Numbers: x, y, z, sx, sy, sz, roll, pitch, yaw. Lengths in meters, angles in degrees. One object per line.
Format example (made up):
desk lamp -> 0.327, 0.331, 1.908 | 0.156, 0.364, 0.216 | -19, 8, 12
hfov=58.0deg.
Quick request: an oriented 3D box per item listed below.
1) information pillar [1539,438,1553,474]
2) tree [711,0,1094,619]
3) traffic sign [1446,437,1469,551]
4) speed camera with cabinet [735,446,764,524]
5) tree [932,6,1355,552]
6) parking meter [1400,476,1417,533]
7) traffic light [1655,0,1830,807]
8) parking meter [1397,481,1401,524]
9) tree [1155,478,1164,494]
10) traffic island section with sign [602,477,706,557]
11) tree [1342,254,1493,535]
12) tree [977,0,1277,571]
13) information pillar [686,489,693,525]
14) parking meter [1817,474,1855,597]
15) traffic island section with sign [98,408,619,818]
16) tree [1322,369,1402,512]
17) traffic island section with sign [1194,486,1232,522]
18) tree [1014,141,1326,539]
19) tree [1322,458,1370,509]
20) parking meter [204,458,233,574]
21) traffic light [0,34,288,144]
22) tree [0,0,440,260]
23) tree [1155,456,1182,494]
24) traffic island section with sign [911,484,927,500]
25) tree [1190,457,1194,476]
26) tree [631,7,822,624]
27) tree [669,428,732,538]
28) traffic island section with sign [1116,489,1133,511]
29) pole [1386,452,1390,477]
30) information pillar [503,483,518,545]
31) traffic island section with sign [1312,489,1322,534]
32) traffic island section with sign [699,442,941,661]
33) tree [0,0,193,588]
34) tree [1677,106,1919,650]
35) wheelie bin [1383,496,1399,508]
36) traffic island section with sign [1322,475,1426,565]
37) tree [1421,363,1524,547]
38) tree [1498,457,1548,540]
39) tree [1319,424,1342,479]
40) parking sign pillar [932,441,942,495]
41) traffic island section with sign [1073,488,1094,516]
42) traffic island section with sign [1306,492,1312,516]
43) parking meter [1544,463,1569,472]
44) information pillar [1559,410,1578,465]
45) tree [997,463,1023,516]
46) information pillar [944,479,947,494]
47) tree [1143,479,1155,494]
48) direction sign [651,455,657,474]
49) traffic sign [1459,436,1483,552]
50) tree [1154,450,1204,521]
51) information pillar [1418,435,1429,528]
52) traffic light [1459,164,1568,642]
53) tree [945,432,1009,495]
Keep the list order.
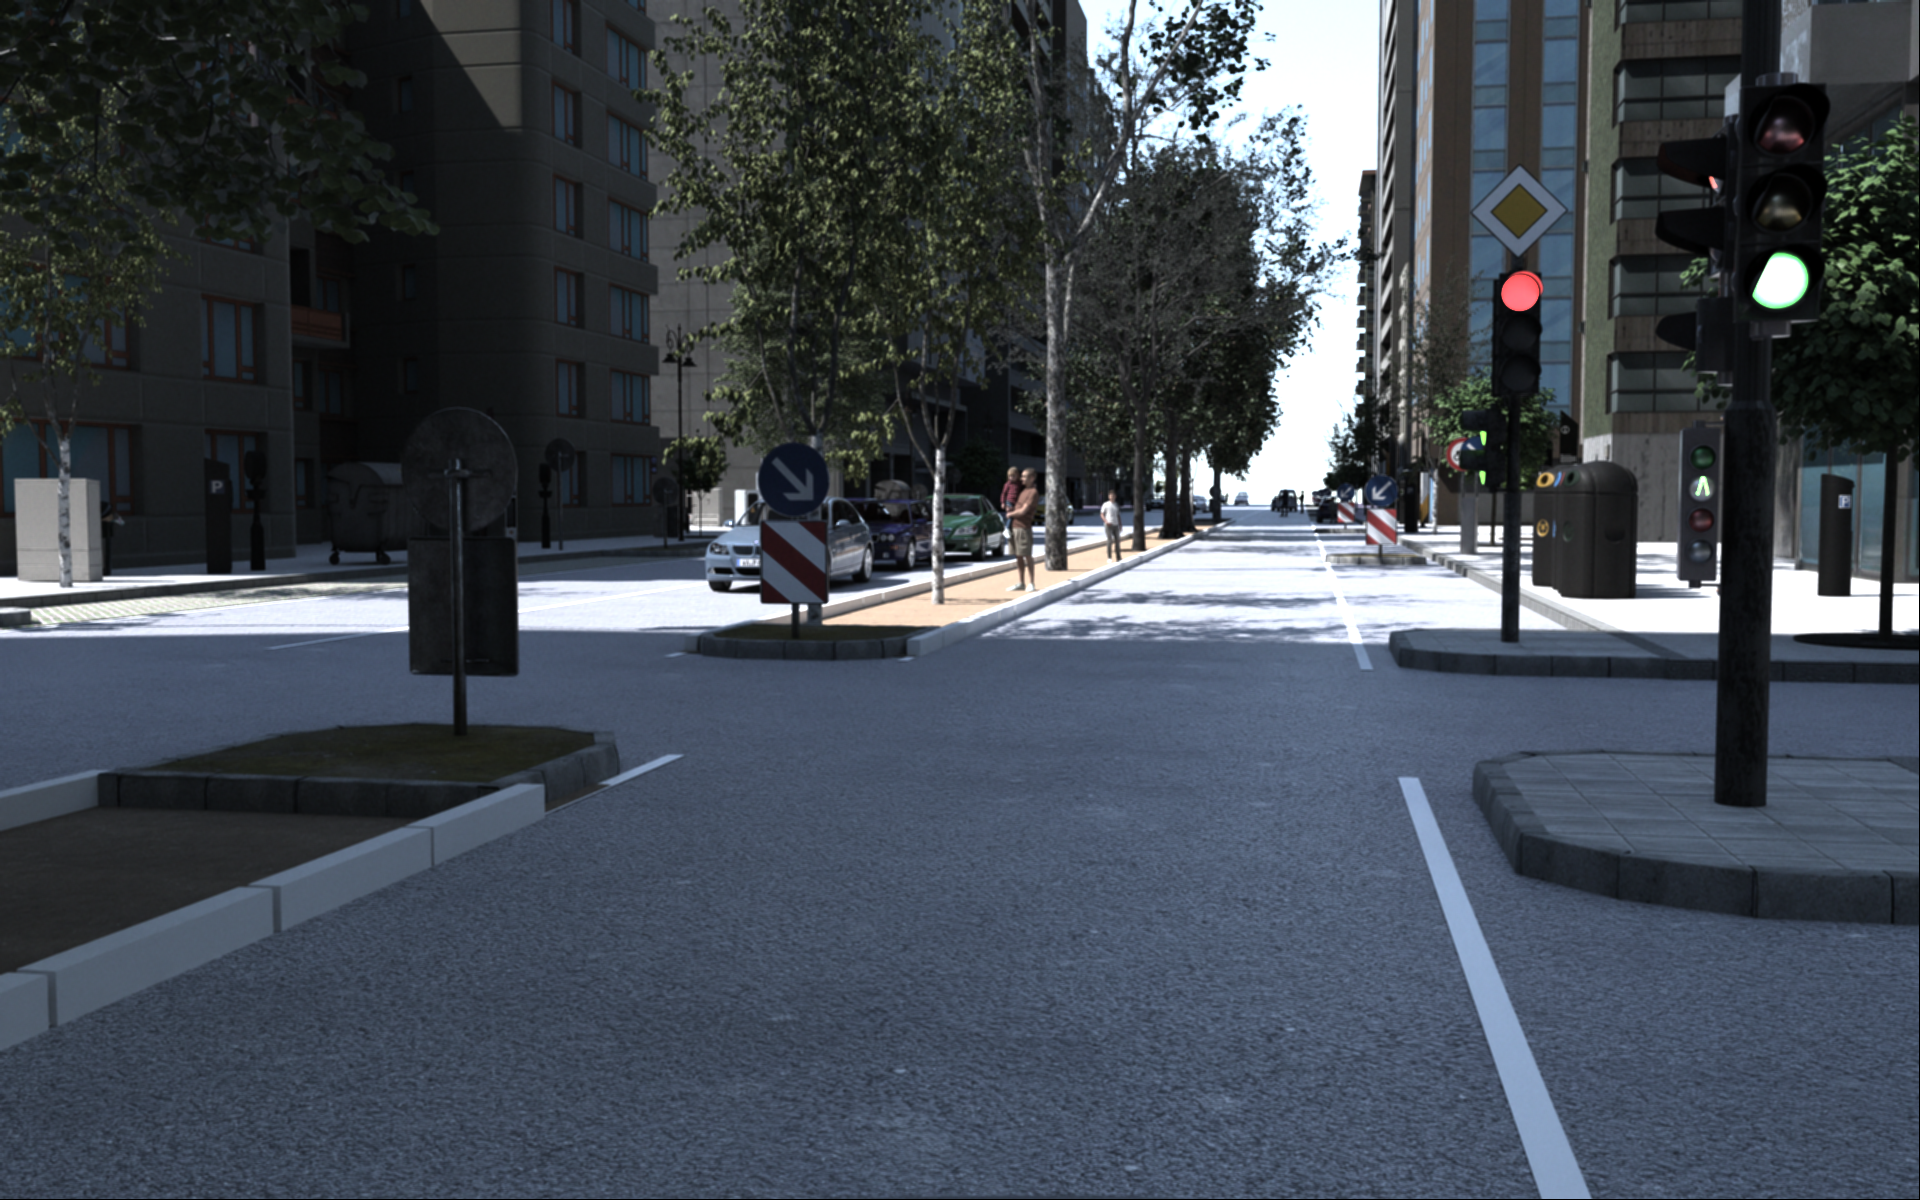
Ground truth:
information pillar -> 22.140, -4.536, 65.526 | 0.504, 3.616, 0.183 | 0, 4, -6
tree -> -0.278, -4.255, 22.391 | 4.737, 8.622, 4.395 | 0, 3, 0
traffic sign -> 11.239, -2.360, 38.699 | 0.768, 2.556, 0.104 | 1, 4, 20
speed camera with cabinet -> -8.261, -4.635, 70.124 | 0.660, 3.252, 2.038 | 2, 4, 31
tree -> 4.468, -7.965, 43.062 | 12.009, 13.543, 11.850 | 0, 3, 0
parking meter -> 14.989, -3.177, 57.662 | 0.399, 1.863, 0.255 | 2, 4, 26
traffic light -> 1.148, -2.000, 7.363 | 4.771, 5.953, 1.251 | 1, 4, 11
parking meter -> 18.762, -4.138, 73.370 | 0.255, 1.863, 0.399 | 2, 4, 24
tree -> 24.145, -13.247, 211.186 | 1.663, 3.219, 1.824 | 0, 3, 0
traffic island section with sign -> -6.975, -1.923, 40.062 | 1.989, 1.847, 2.006 | 1, 4, 11
tree -> 15.050, -6.352, 54.210 | 4.360, 8.622, 3.978 | 0, 3, 0
tree -> 2.816, -10.533, 30.559 | 12.611, 20.169, 13.585 | 0, 3, 0
information pillar -> -11.132, -4.114, 71.753 | 0.304, 2.012, 0.304 | 1, 4, 22
parking meter -> 10.993, -0.815, 21.739 | 0.372, 1.533, 0.369 | 0, 3, 0
traffic island section with sign -> -2.781, -0.030, 8.635 | 2.006, 1.907, 1.989 | 1, 4, 11
tree -> 23.860, -9.206, 100.876 | 4.737, 8.622, 4.395 | 0, 3, 0
traffic island section with sign -> 13.168, -4.984, 89.631 | 2.006, 1.907, 1.989 | 1, 4, 11
tree -> 6.806, -8.321, 55.508 | 9.611, 12.733, 9.660 | 0, 3, 0
tree -> 34.763, -10.367, 153.216 | 4.285, 4.588, 4.351 | 0, 3, 0
parking meter -> -11.922, -1.356, 27.886 | 0.399, 1.863, 0.255 | -1, 4, -17
traffic light -> -9.178, -2.631, 17.690 | 4.771, 5.953, 1.251 | 1, 4, 11
tree -> -3.311, -5.132, 4.495 | 7.486, 12.596, 7.792 | 0, 3, 0
tree -> 27.267, -16.989, 228.130 | 4.360, 8.622, 3.978 | 0, 3, 0
traffic island section with sign -> -1.645, -3.578, 67.126 | 1.989, 1.847, 2.006 | 1, 4, 11
tree -> 30.667, -17.880, 242.694 | 4.360, 8.622, 3.978 | 0, 3, 0
tree -> -1.434, -3.933, 17.124 | 4.737, 8.622, 4.395 | 0, 3, 0
tree -> -7.664, -3.440, 50.851 | 1.663, 3.219, 1.824 | 0, 3, 0
traffic island section with sign -> 13.199, -8.189, 142.525 | 1.989, 1.847, 2.006 | 1, 4, 11
pole -> 20.853, -5.541, 84.438 | 0.158, 3.312, 0.155 | 0, 3, 0
information pillar -> -11.101, -2.339, 42.734 | 0.304, 2.012, 0.304 | -1, 4, -23
traffic island section with sign -> 13.980, -3.345, 63.324 | 1.989, 1.847, 2.006 | 1, 4, 11
traffic island section with sign -> -1.341, -0.475, 15.901 | 2.006, 1.907, 1.989 | 1, 4, 11
tree -> -12.415, -4.488, 23.746 | 4.737, 8.622, 4.395 | 0, 3, 0
tree -> 8.022, -1.897, 14.722 | 4.285, 4.588, 4.351 | 0, 3, 0
wheelie bin -> 19.624, -4.384, 79.591 | 0.980, 1.594, 0.693 | 0, 4, 4
traffic island section with sign -> 8.605, -1.673, 35.978 | 1.989, 1.847, 2.006 | 1, 4, 11
tree -> 13.040, -3.598, 42.534 | 4.285, 4.588, 4.351 | 0, 3, 0
tree -> 15.629, -3.290, 48.399 | 1.663, 3.219, 1.824 | 0, 3, 0
tree -> 38.427, -13.728, 174.812 | 4.360, 8.622, 3.978 | 0, 3, 0
parking sign pillar -> -1.136, -6.047, 87.337 | 1.447, 3.967, 1.447 | 0, 4, 4
traffic island section with sign -> 7.920, -6.552, 115.755 | 1.989, 1.847, 2.006 | 1, 4, 11
traffic island section with sign -> 23.762, -6.381, 112.956 | 1.989, 1.847, 2.006 | 1, 4, 11
parking meter -> 11.178, -1.637, 32.474 | 0.399, 1.863, 0.255 | 3, 4, 38
information pillar -> 16.833, -3.463, 47.976 | 0.504, 3.616, 0.183 | 2, 4, 27
tree -> 2.788, -6.664, 103.552 | 1.663, 3.219, 1.824 | 0, 3, 0
information pillar -> -0.823, -4.732, 81.865 | 0.304, 2.012, 0.304 | -3, 4, -37
tree -> 19.269, -11.618, 184.562 | 1.663, 3.219, 1.824 | 0, 3, 0
direction sign -> -12.286, -4.630, 67.694 | 0.876, 3.537, 0.379 | 0, 4, -6
traffic sign -> 11.384, -2.327, 38.159 | 0.768, 2.556, 0.104 | 1, 4, 20
tree -> 10.052, -7.481, 75.135 | 4.737, 8.622, 4.395 | 0, 3, 0
information pillar -> 17.759, -4.578, 66.212 | 0.183, 3.616, 0.504 | 3, 5, 44
traffic light -> 4.760, -1.591, 14.935 | 0.839, 4.253, 0.868 | 1, 4, 11
tree -> 1.016, -6.529, 90.461 | 4.285, 4.588, 4.351 | 0, 3, 0
